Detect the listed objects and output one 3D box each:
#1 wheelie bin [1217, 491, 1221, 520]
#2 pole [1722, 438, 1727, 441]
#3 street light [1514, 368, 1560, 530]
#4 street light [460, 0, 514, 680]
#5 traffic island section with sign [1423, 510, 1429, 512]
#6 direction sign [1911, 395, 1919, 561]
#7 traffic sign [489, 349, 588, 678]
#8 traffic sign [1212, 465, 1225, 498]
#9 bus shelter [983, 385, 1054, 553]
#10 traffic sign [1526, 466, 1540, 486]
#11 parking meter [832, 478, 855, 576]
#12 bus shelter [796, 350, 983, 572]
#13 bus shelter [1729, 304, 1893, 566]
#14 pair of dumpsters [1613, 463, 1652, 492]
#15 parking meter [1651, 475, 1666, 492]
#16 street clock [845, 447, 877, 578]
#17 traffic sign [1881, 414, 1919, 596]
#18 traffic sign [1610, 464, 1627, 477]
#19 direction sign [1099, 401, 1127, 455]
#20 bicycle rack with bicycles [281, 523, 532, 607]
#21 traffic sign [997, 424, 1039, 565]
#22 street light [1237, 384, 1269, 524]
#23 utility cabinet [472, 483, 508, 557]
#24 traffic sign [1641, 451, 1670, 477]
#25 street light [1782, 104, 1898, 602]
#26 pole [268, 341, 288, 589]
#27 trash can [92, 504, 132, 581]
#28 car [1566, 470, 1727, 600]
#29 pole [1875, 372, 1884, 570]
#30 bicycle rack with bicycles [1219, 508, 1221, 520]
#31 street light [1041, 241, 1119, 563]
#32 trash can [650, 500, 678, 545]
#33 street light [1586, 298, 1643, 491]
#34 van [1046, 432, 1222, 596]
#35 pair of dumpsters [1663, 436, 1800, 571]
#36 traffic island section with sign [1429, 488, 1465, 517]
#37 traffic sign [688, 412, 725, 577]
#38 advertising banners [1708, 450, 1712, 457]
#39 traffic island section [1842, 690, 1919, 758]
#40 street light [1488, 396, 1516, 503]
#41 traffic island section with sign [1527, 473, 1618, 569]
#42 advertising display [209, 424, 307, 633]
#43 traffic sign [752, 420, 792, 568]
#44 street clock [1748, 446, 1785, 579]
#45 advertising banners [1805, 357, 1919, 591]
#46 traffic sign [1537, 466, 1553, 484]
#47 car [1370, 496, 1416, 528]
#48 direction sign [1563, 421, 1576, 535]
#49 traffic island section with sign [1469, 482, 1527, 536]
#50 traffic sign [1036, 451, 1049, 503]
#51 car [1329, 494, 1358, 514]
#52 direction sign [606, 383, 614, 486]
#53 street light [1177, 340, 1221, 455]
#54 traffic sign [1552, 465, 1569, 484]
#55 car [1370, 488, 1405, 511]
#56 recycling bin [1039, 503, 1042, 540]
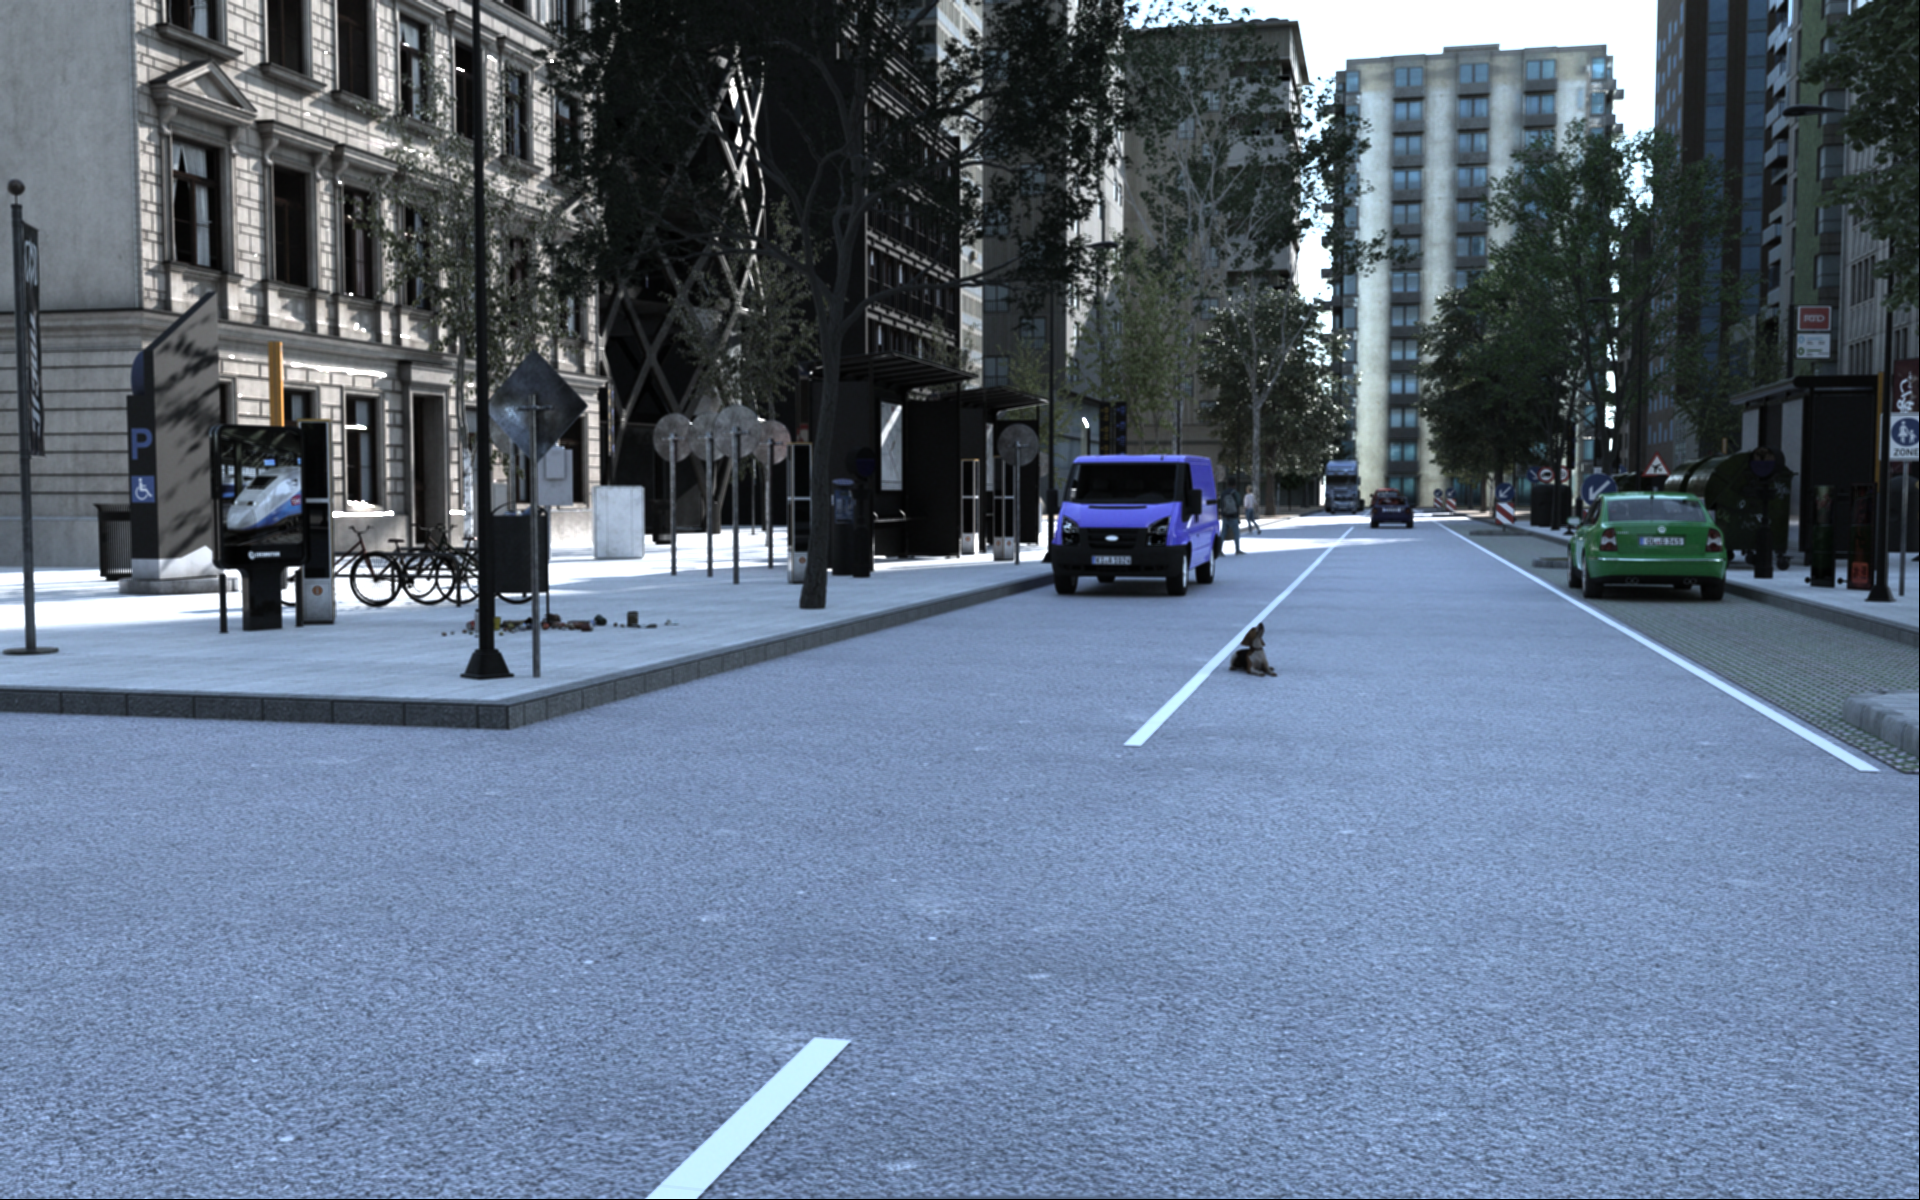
[{"bbox_3d":[11.352,-4.299,78.198,0.693,1.594,0.980,-2,4,-27],"label":"wheelie bin"},{"bbox_3d":[27.697,-4.219,62.818,0.158,3.312,0.155,0,3,0],"label":"pole"},{"bbox_3d":[20.635,-5.442,61.511,1.470,5.913,1.316,1,4,14],"label":"street light"},{"bbox_3d":[-2.794,-2.403,11.837,1.470,5.913,1.316,1,4,14],"label":"street light"},{"bbox_3d":[37.337,-7.774,135.735,1.989,1.847,2.006,1,4,14],"label":"traffic island section with sign"},{"bbox_3d":[18.433,-2.511,33.054,0.379,3.537,0.876,-3,5,-39],"label":"direction sign"},{"bbox_3d":[-2.961,-0.515,12.062,0.795,2.450,0.064,1,4,14],"label":"traffic sign"},{"bbox_3d":[11.107,-4.586,75.083,0.768,2.556,0.104,1,4,16],"label":"traffic sign"},{"bbox_3d":[0.787,-3.020,40.664,1.731,3.624,6.357,1,4,14],"label":"bus shelter"},{"bbox_3d":[26.467,-4.873,79.775,0.768,2.556,0.104,1,4,15],"label":"traffic sign"},{"bbox_3d":[-1.840,-1.161,27.388,0.372,1.533,0.369,0,3,0],"label":"parking meter"},{"bbox_3d":[-1.200,-2.465,31.584,1.731,3.624,6.357,1,4,14],"label":"bus shelter"},{"bbox_3d":[16.808,-3.483,34.579,2.179,5.291,8.768,1,4,14],"label":"bus shelter"},{"bbox_3d":[21.725,-3.244,55.526,1.574,2.255,4.437,1,4,14],"label":"pair of dumpsters"},{"bbox_3d":[20.973,-2.834,52.053,0.255,1.863,0.399,-1,4,-23],"label":"parking meter"},{"bbox_3d":[-1.520,-1.350,26.642,0.358,2.002,0.471,3,5,41],"label":"street clock"},{"bbox_3d":[11.884,-1.203,21.792,0.606,2.300,0.079,1,4,22],"label":"traffic sign"},{"bbox_3d":[28.157,-4.531,74.193,0.768,2.556,0.104,1,4,20],"label":"traffic sign"},{"bbox_3d":[3.765,-3.101,42.695,0.379,3.537,0.876,-3,5,-42],"label":"direction sign"},{"bbox_3d":[-6.279,-0.438,20.546,2.925,0.926,2.852,1,4,11],"label":"bicycle rack with bicycles"},{"bbox_3d":[1.040,-1.914,31.406,0.768,2.556,0.104,1,4,15],"label":"traffic sign"},{"bbox_3d":[12.337,-6.164,73.318,1.470,5.913,1.316,1,4,14],"label":"street light"},{"bbox_3d":[-9.439,-1.593,34.723,0.318,1.500,1.173,-3,5,-39],"label":"utility cabinet"},{"bbox_3d":[21.244,-3.232,52.854,0.884,2.594,0.081,1,4,22],"label":"traffic sign"},{"bbox_3d":[10.509,-2.946,20.714,1.470,5.913,1.316,1,4,14],"label":"street light"},{"bbox_3d":[-9.160,-1.799,23.264,0.158,3.312,0.155,0,3,0],"label":"pole"},{"bbox_3d":[-12.444,-0.860,25.710,0.748,1.137,0.748,0,3,0],"label":"trash can"},{"bbox_3d":[9.760,-0.979,24.797,1.959,1.807,4.718,1,4,15],"label":"car"},{"bbox_3d":[15.440,-2.154,29.062,0.158,3.312,0.155,0,3,0],"label":"pole"},{"bbox_3d":[11.820,-4.253,82.912,2.852,0.926,2.925,-1,4,-11],"label":"bicycle rack with bicycles"},{"bbox_3d":[2.225,-3.643,32.106,1.470,5.913,1.316,1,4,14],"label":"street light"},{"bbox_3d":[-7.543,-1.989,44.170,0.748,1.137,0.748,0,3,0],"label":"trash can"},{"bbox_3d":[15.497,-4.186,40.978,1.470,5.913,1.316,1,4,14],"label":"street light"},{"bbox_3d":[2.745,-1.344,26.367,2.240,2.365,5.245,1,4,15],"label":"van"},{"bbox_3d":[13.789,-1.750,31.104,1.574,2.255,4.437,1,4,14],"label":"pair of dumpsters"},{"bbox_3d":[30.833,-6.157,109.287,1.989,1.847,2.006,1,4,14],"label":"traffic island section with sign"},{"bbox_3d":[-3.873,-1.630,26.763,0.768,2.556,0.104,1,4,18],"label":"traffic sign"},{"bbox_3d":[29.935,-4.495,69.680,0.090,3.025,2.074,1,4,9],"label":"advertising banners"},{"bbox_3d":[6.327,0.761,9.840,2.009,0.180,2.903,1,4,14],"label":"traffic island section"},{"bbox_3d":[25.615,-6.682,81.791,1.470,5.913,1.316,1,4,14],"label":"street light"},{"bbox_3d":[12.233,-1.535,33.723,1.989,1.847,2.006,1,4,14],"label":"traffic island section with sign"},{"bbox_3d":[-6.599,-0.680,16.333,0.123,1.923,0.974,2,4,29],"label":"advertising display"},{"bbox_3d":[-3.273,-1.819,29.850,0.768,2.556,0.104,1,4,16],"label":"traffic sign"},{"bbox_3d":[12.255,-1.333,26.357,0.358,2.002,0.471,-2,4,-28],"label":"street clock"},{"bbox_3d":[12.057,-1.648,23.135,0.090,3.025,2.074,-1,4,-11],"label":"advertising banners"},{"bbox_3d":[26.876,-4.854,79.472,0.768,2.556,0.104,1,4,20],"label":"traffic sign"},{"bbox_3d":[18.473,-3.755,73.968,1.945,1.354,3.894,1,4,15],"label":"car"},{"bbox_3d":[19.150,-3.813,54.335,0.379,3.537,0.876,2,4,34],"label":"direction sign"},{"bbox_3d":[18.677,-3.136,59.900,1.989,1.847,2.006,1,4,14],"label":"traffic island section with sign"},{"bbox_3d":[2.335,-3.156,51.703,0.768,2.556,0.104,1,4,14],"label":"traffic sign"},{"bbox_3d":[27.699,-6.912,125.008,2.014,1.417,4.499,1,4,14],"label":"car"},{"bbox_3d":[-7.200,-2.676,35.746,0.379,3.537,0.876,0,4,-4],"label":"direction sign"},{"bbox_3d":[7.147,-4.883,52.386,1.470,5.913,1.316,1,4,14],"label":"street light"},{"bbox_3d":[26.630,-4.688,76.760,0.768,2.556,0.104,2,4,23],"label":"traffic sign"},{"bbox_3d":[28.658,-6.577,116.212,2.281,1.827,5.304,1,4,14],"label":"car"},{"bbox_3d":[1.876,-2.213,48.738,0.722,1.027,0.722,1,4,19],"label":"recycling bin"}]
